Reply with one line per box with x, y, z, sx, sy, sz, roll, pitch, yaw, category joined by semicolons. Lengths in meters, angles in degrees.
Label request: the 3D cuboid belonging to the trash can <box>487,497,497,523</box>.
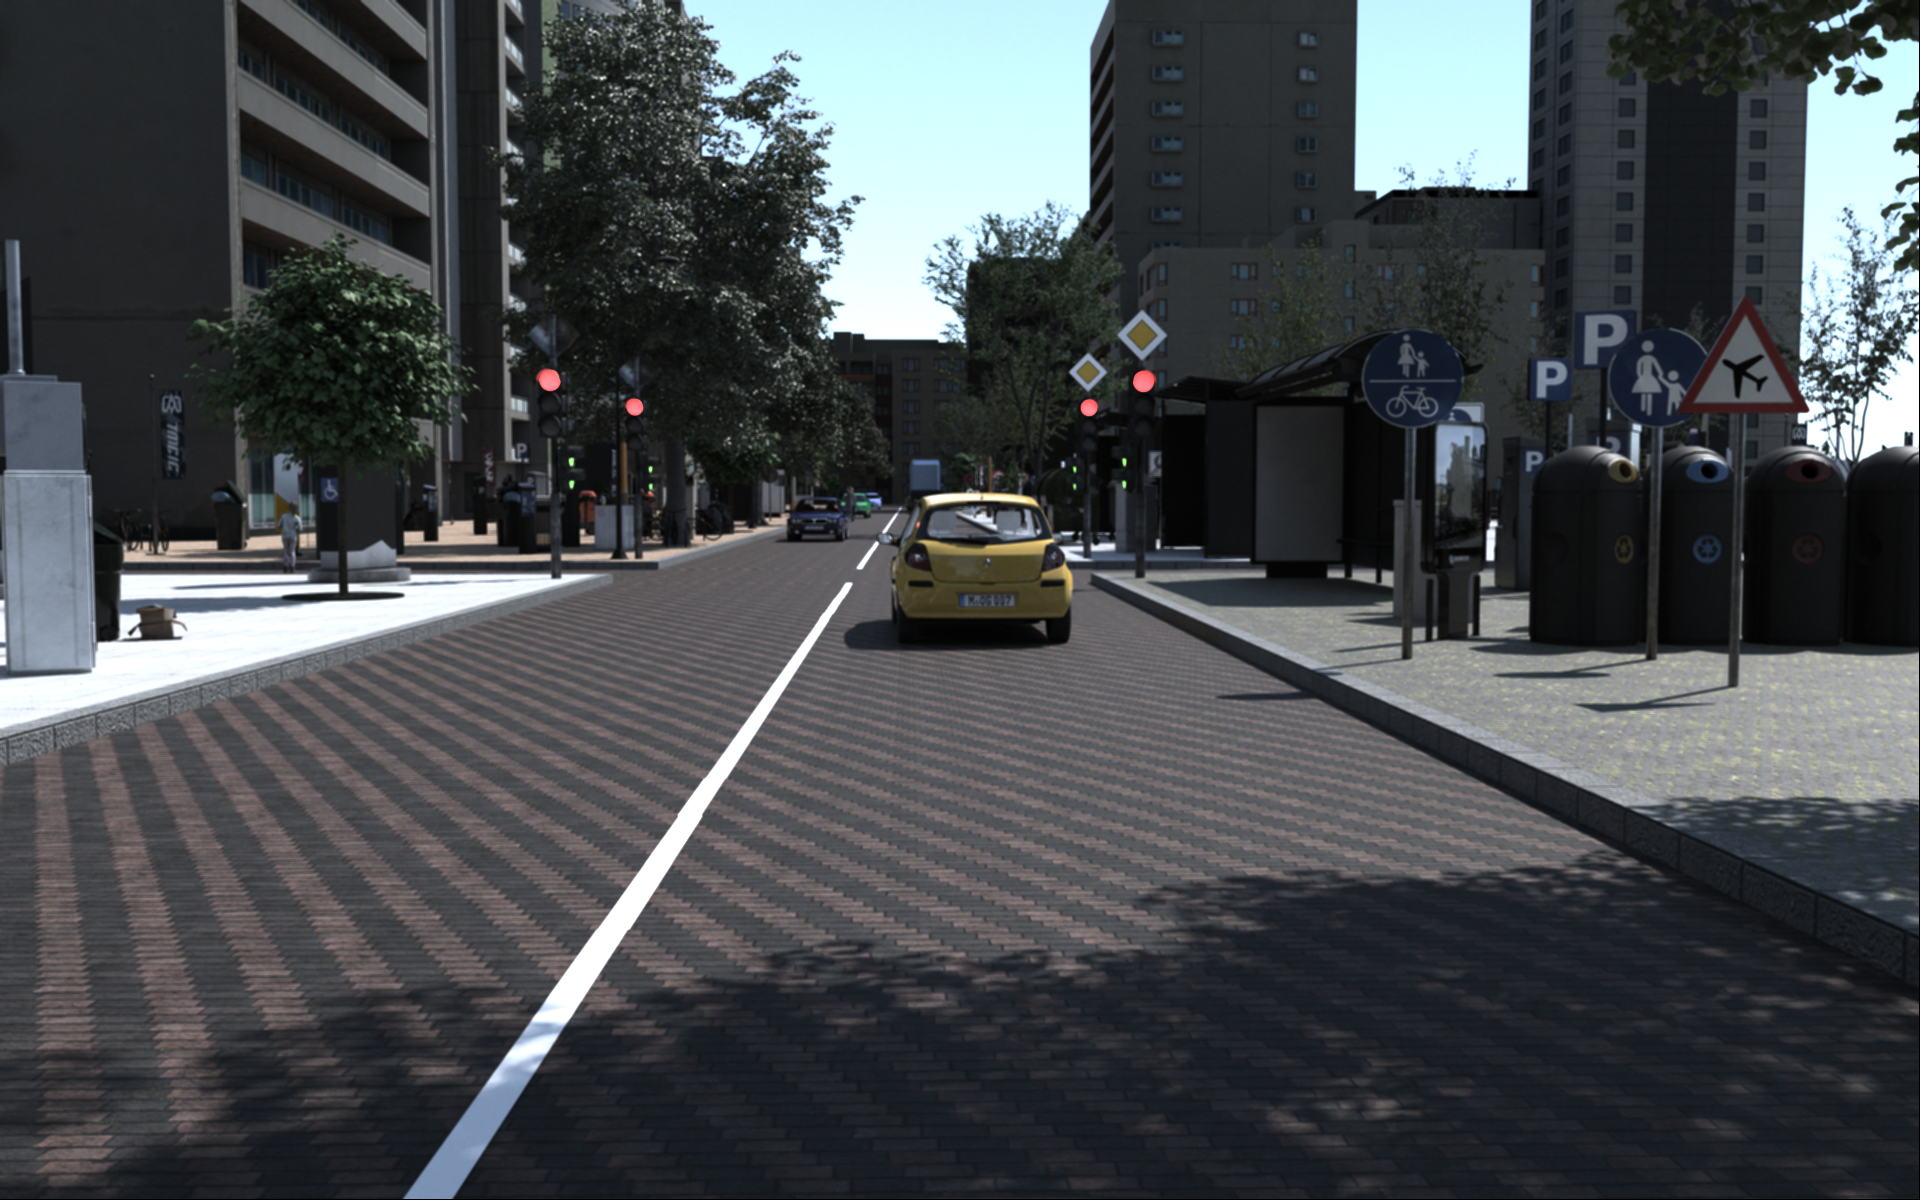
-20.994;-4.026;77.474;0.748;1.137;0.748;0;3;0;trash can

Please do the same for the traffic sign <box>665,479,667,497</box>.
-10.841;-3.916;64.127;0.768;2.556;0.104;0;4;1;traffic sign

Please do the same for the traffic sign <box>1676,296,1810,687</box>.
5.161;-0.702;11.484;0.884;2.594;0.081;0;4;-1;traffic sign

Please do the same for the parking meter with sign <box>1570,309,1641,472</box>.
6.534;-1.285;17.268;0.543;3.016;1.738;2;4;29;parking meter with sign

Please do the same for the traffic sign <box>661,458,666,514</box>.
-10.565;-3.752;61.454;0.768;2.556;0.104;0;4;7;traffic sign

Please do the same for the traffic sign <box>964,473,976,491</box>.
0.604;-6.432;105.273;0.768;2.556;0.104;0;4;3;traffic sign

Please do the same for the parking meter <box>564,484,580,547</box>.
-9.390;-2.048;41.892;0.372;1.533;0.369;0;3;0;parking meter

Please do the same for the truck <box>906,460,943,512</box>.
-2.400;-8.559;129.701;2.967;4.110;18.799;0;4;-3;truck

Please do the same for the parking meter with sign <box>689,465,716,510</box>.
-15.724;-6.727;106.253;1.738;3.016;0.543;-3;5;-45;parking meter with sign

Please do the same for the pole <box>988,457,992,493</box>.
1.633;-6.153;94.443;0.158;3.312;0.155;0;3;0;pole

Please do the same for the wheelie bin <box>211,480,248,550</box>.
-16.740;-1.944;39.692;0.693;1.594;0.980;-1;4;-13;wheelie bin

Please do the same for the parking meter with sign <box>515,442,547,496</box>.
-14.462;-3.851;59.224;0.543;3.016;1.738;1;4;20;parking meter with sign

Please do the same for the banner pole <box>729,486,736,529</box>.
-8.558;-4.554;64.471;0.401;3.779;0.863;0;4;-8;banner pole

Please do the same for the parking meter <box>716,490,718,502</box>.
-13.573;-5.461;97.705;0.372;1.533;0.369;0;3;0;parking meter

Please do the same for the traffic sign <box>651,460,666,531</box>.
-10.707;-3.720;60.930;0.768;2.556;0.104;0;4;5;traffic sign

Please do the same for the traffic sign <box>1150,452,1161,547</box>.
4.826;-2.408;41.506;0.606;2.300;0.079;0;4;3;traffic sign

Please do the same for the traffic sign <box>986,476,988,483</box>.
2.015;-6.638;108.634;0.768;2.556;0.104;0;4;5;traffic sign

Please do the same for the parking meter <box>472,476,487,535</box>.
-15.217;-3.006;54.862;0.399;1.863;0.255;-3;5;-41;parking meter

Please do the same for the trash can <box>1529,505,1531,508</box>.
31.018;-5.037;94.000;0.748;1.137;0.748;0;3;0;trash can

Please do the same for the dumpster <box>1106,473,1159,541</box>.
4.675;-2.508;46.758;1.264;1.857;1.865;0;4;-2;dumpster

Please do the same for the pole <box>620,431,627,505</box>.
-10.810;-3.782;55.675;0.158;3.312;0.155;0;3;0;pole

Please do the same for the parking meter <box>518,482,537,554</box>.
-9.241;-1.748;36.996;0.372;1.533;0.369;0;3;0;parking meter

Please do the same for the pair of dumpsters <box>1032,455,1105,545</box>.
2.821;-2.616;45.263;1.574;2.255;4.437;0;4;-2;pair of dumpsters

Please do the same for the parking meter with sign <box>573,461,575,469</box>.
-20.372;-5.715;89.696;0.543;3.016;1.738;0;4;4;parking meter with sign

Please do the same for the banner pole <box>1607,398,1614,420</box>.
16.685;-3.334;44.529;0.401;3.779;0.863;2;4;31;banner pole

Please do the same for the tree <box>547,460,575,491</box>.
-18.369;-5.203;79.669;1.663;3.219;1.824;0;3;0;tree

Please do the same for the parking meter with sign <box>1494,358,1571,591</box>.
7.580;-1.645;23.150;0.543;3.016;1.738;0;3;0;parking meter with sign

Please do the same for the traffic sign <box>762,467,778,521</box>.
-8.887;-4.952;81.068;0.768;2.556;0.104;0;4;2;traffic sign

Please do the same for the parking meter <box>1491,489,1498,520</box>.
26.545;-4.744;85.967;0.372;1.533;0.369;0;3;0;parking meter

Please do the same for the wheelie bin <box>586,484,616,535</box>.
-11.238;-2.816;53.951;0.980;1.594;0.693;3;5;42;wheelie bin

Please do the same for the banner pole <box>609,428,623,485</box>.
-11.468;-4.166;58.128;0.401;3.779;0.863;3;4;37;banner pole

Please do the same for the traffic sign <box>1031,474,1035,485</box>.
4.864;-6.724;110.043;0.768;2.556;0.104;0;4;4;traffic sign

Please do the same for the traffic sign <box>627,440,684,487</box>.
-11.495;-4.349;64.982;2.265;3.308;0.079;0;4;3;traffic sign

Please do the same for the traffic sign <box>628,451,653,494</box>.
-9.289;-3.073;50.352;0.768;2.556;0.104;0;4;5;traffic sign

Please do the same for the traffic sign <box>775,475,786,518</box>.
-9.478;-5.455;91.322;0.606;2.300;0.079;0;4;6;traffic sign

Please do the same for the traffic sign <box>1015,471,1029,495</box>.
3.416;-5.838;95.559;0.768;2.556;0.104;0;4;6;traffic sign

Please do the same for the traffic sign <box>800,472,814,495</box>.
-8.499;-5.865;96.001;0.768;2.556;0.104;0;4;2;traffic sign

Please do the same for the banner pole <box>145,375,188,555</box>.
-16.742;-2.842;36.491;0.863;3.779;0.401;-2;4;-31;banner pole

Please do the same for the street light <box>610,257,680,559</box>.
-6.192;-3.763;34.061;1.470;5.913;1.316;0;4;-2;street light

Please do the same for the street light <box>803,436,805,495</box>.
-7.913;-7.407;93.647;1.470;5.913;1.316;0;4;-2;street light

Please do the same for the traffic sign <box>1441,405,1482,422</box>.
5.559;-1.062;19.497;0.606;2.300;0.079;0;4;4;traffic sign

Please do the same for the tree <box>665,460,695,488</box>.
-13.860;-5.554;85.412;1.663;3.219;1.824;0;3;0;tree

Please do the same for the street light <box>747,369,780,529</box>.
-7.164;-5.600;64.097;1.470;5.913;1.316;0;4;-2;street light

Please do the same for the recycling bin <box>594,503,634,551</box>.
-7.852;-1.638;39.336;0.722;1.027;0.722;0;4;7;recycling bin

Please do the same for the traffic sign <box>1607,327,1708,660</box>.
5.363;-0.810;13.356;0.768;2.556;0.104;0;4;8;traffic sign

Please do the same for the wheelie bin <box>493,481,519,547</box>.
-10.924;-2.096;42.170;0.980;1.594;0.693;3;5;42;wheelie bin

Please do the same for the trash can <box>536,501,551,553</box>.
-9.250;-1.621;38.162;0.748;1.137;0.748;0;3;0;trash can

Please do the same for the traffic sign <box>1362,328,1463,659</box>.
3.481;-0.814;13.410;0.768;2.556;0.104;0;4;5;traffic sign

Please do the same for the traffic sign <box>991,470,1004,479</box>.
2.074;-5.679;92.963;0.768;2.556;0.104;0;4;4;traffic sign

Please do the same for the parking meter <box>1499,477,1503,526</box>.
15.871;-2.722;50.218;0.399;1.863;0.255;0;4;-4;parking meter

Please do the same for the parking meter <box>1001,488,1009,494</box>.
1.988;-4.152;76.298;0.372;1.533;0.369;0;3;0;parking meter

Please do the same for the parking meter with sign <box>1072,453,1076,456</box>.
5.656;-4.725;73.520;1.738;3.016;0.543;1;4;10;parking meter with sign

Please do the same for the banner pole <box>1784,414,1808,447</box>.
26.044;-3.923;54.163;0.863;3.779;0.401;1;4;10;banner pole

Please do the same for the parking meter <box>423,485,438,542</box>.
-14.336;-2.354;46.902;0.372;1.533;0.369;0;3;0;parking meter
